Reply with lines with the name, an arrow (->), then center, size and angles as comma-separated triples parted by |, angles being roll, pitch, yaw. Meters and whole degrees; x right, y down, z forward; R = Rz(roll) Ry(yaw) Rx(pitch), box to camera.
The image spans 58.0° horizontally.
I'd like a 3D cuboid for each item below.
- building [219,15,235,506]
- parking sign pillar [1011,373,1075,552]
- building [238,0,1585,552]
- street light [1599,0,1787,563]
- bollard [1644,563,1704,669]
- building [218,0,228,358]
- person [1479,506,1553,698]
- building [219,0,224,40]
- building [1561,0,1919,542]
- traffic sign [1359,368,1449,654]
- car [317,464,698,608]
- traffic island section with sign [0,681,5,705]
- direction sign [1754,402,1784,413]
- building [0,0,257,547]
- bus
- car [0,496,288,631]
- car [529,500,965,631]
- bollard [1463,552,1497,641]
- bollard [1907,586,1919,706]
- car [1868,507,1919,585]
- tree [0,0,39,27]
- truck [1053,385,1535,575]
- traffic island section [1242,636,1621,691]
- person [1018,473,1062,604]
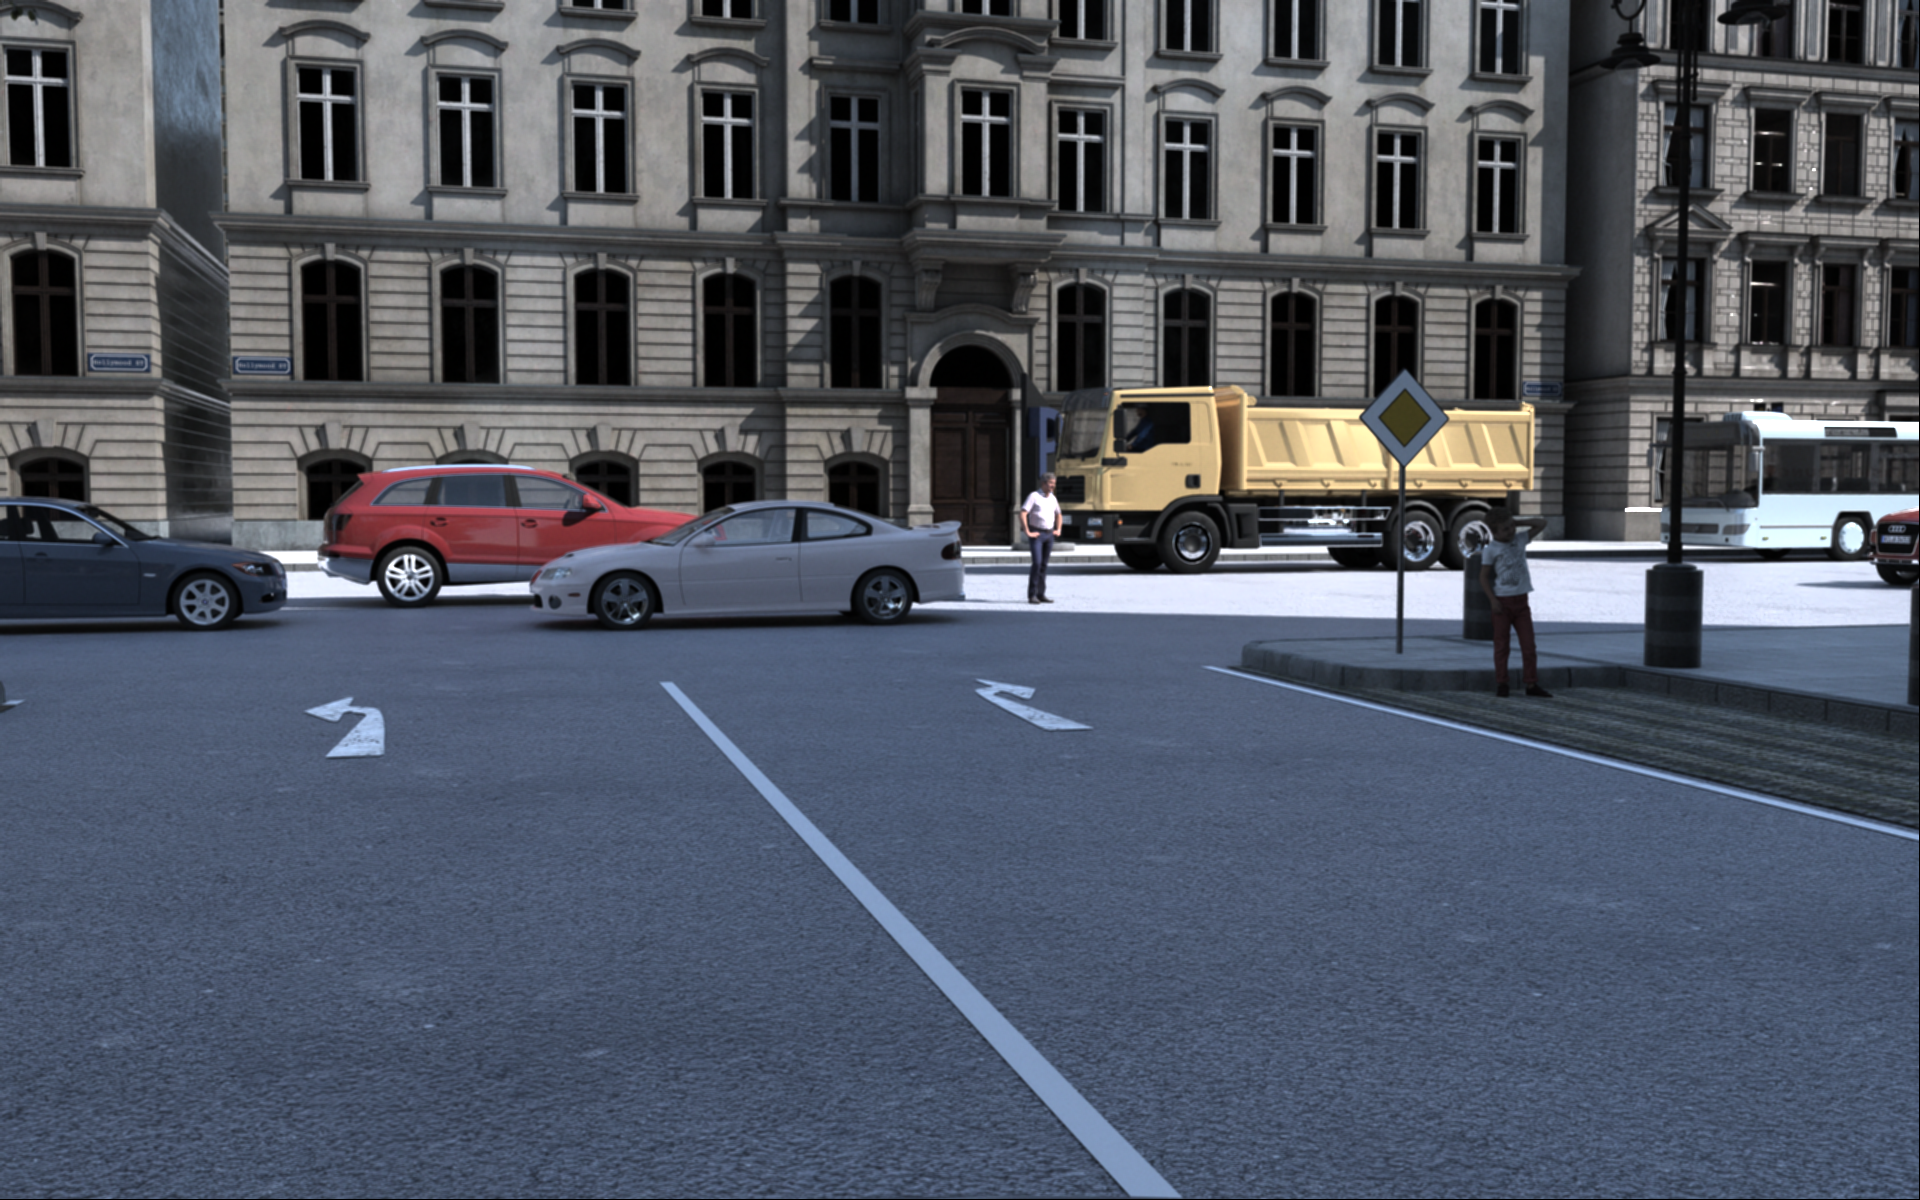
building -> -68.227, -27.265, 137.657 | 23.993, 40.220, 32.217 | -1, 4, -15
parking sign pillar -> 1.880, -3.096, 39.093 | 1.447, 3.967, 1.447 | 2, 4, 33
building -> -1.180, -13.946, 47.094 | 34.723, 24.649, 14.460 | -1, 4, -15
street light -> 5.668, -2.496, 13.601 | 0.468, 5.910, 1.993 | -1, 4, -15
bollard -> 5.318, 0.111, 12.908 | 0.404, 0.777, 0.398 | 0, 3, 0
building -> -56.435, -28.302, 112.853 | 14.600, 45.320, 14.200 | -1, 4, -15
person -> 3.918, 0.013, 12.191 | 0.435, 1.345, 0.340 | -1, 4, -12
building -> -81.337, -46.090, 191.816 | 20.611, 71.187, 20.563 | -1, 4, -15
building -> 25.319, -11.504, 52.725 | 19.286, 19.102, 10.561 | -1, 4, -15
traffic sign -> 3.534, -0.626, 13.876 | 0.795, 2.450, 0.064 | -1, 4, -15
car -> -5.722, -0.878, 23.024 | 5.304, 1.827, 2.281 | -1, 4, -15
traffic island section with sign -> -7.415, -0.188, 11.217 | 2.006, 1.907, 1.989 | -1, 4, -15
direction sign -> 20.039, -3.121, 43.026 | 0.379, 3.537, 0.876 | -1, 4, -23
building -> -35.202, -13.371, 37.701 | 34.723, 24.649, 14.460 | -1, 4, -15
bus -> 21.202, -2.670, 38.511 | 13.247, 3.499, 2.948 | -1, 4, -17
car -> -9.552, -0.391, 18.396 | 4.499, 1.417, 2.014 | -1, 4, -17
car -> -2.335, -0.428, 19.362 | 4.827, 1.381, 2.083 | -1, 4, -15
bollard -> 4.662, -0.037, 15.319 | 0.404, 0.777, 0.398 | 0, 3, 0
bollard -> 5.981, 0.258, 10.498 | 0.404, 0.777, 0.398 | 0, 3, 0
car -> 16.764, -1.127, 27.105 | 5.304, 1.827, 2.281 | -1, 4, -16
tree -> -7.234, -3.468, 9.521 | 4.360, 8.622, 3.978 | 0, 3, 0
truck -> 5.821, -2.233, 32.436 | 9.791, 3.379, 3.469 | -1, 4, -16
traffic island section -> 3.555, 0.509, 13.959 | 2.009, 0.180, 2.903 | -1, 4, -15
person -> 1.119, -0.819, 22.827 | 0.756, 1.711, 0.436 | -2, 4, -33
